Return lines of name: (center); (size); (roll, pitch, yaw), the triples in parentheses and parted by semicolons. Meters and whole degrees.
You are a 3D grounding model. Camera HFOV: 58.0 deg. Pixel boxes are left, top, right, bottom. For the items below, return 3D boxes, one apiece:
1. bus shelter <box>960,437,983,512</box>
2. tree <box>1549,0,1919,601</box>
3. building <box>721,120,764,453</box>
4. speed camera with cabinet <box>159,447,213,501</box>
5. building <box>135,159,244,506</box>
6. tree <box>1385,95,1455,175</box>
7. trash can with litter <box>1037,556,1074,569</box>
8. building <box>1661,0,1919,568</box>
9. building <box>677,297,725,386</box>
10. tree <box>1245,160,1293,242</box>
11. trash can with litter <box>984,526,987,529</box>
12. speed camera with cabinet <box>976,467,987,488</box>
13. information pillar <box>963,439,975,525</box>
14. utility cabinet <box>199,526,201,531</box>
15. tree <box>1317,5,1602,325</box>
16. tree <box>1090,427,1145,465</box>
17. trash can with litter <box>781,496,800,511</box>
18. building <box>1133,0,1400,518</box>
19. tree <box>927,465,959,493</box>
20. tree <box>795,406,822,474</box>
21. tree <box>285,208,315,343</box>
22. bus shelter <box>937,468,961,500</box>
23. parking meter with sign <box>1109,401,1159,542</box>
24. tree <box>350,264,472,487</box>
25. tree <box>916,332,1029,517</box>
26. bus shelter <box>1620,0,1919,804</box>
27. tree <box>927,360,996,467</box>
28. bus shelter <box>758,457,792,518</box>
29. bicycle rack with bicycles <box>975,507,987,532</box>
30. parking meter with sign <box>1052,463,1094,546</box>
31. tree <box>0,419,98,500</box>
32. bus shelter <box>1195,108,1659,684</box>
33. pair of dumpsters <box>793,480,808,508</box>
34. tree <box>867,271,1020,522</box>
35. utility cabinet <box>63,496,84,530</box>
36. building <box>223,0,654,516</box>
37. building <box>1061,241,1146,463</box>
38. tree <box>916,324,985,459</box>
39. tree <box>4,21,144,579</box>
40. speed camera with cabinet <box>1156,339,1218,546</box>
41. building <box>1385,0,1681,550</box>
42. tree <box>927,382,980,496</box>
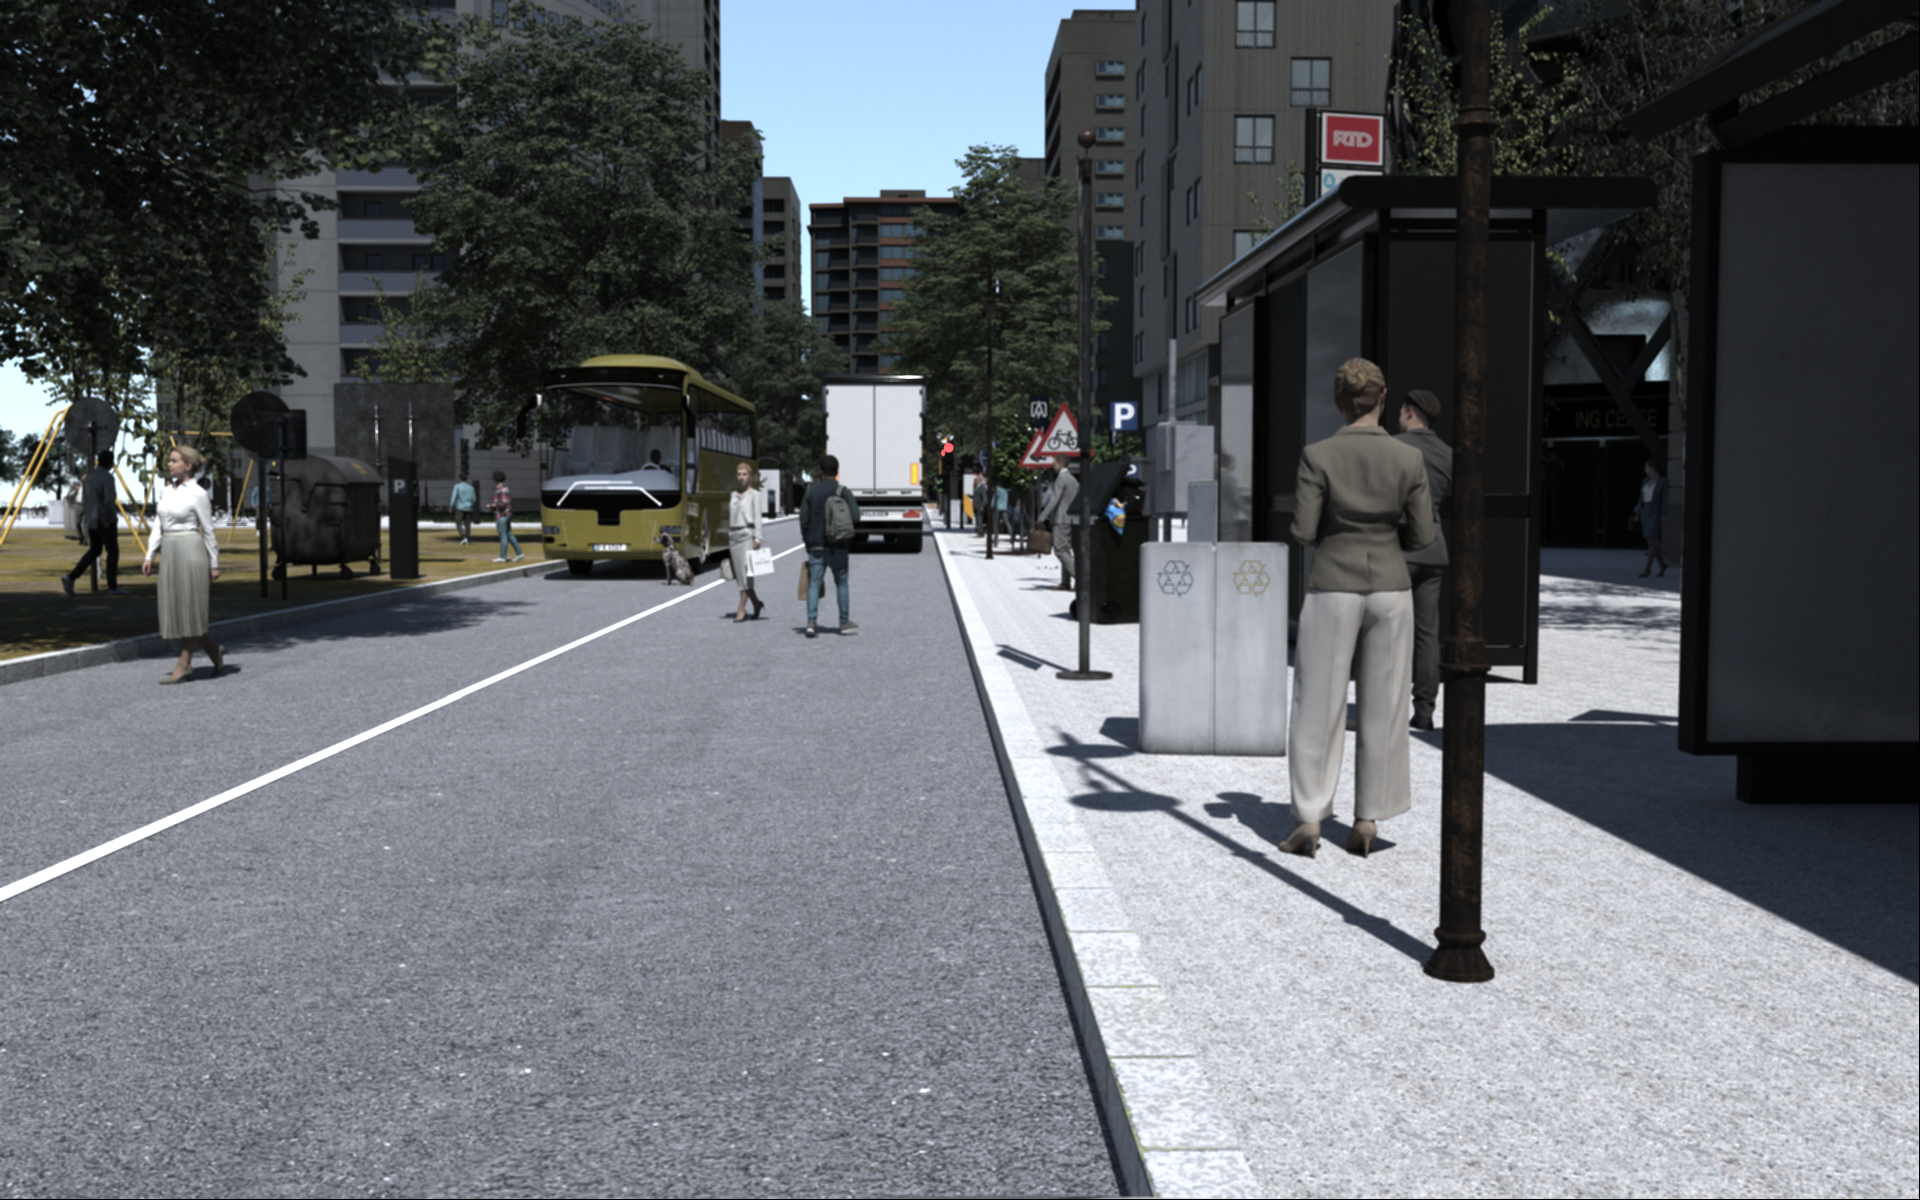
bus shelter: (1.155, -8.673, 119.432); (2.179, 5.291, 8.768); (0, 4, -1)
tree: (8.851, -4.281, 20.359); (4.360, 8.622, 3.978); (0, 3, 0)
building: (-30.818, -33.872, 203.920); (14.200, 45.320, 14.600); (0, 4, -1)
speed camera with cabinet: (-32.476, -4.791, 72.673); (2.038, 3.252, 0.660); (-2, 4, -26)
building: (-74.501, -30.747, 194.596); (23.993, 40.220, 32.217); (0, 4, -1)
tree: (9.379, -4.967, 31.565); (4.360, 8.622, 3.978); (0, 3, 0)
trash can with litter: (2.361, -1.105, 29.128); (1.678, 1.210, 2.233); (-1, 4, -17)
building: (18.389, -13.504, 18.051); (12.463, 27.353, 25.104); (0, 4, -1)
building: (-37.262, -19.318, 160.891); (27.650, 21.520, 28.899); (0, 4, -1)
tree: (7.857, -5.370, 38.160); (4.737, 8.622, 4.395); (0, 3, 0)
trash can with litter: (1.742, -3.246, 64.135); (2.233, 1.210, 1.678); (-1, 4, -14)
speed camera with cabinet: (2.000, -6.591, 102.104); (2.038, 3.252, 0.660); (-1, 4, -20)
information pillar: (0.356, -4.969, 72.590); (0.504, 3.616, 0.183); (-3, 4, -36)
utility cabinet: (-26.537, -3.015, 60.450); (0.306, 1.237, 1.020); (-1, 4, -18)
tree: (7.521, -4.613, 25.787); (4.737, 8.622, 4.395); (0, 3, 0)
tree: (7.142, -5.928, 80.642); (4.285, 4.588, 4.351); (0, 3, 0)
trash can with litter: (-13.794, -8.298, 146.726); (2.233, 1.210, 1.678); (0, 4, -3)
building: (24.190, -30.953, 95.325); (27.495, 52.752, 28.713); (0, 4, -1)
tree: (-1.634, -11.262, 167.844); (4.285, 4.588, 4.351); (0, 3, 0)
tree: (-13.265, -14.597, 173.073); (7.601, 10.594, 8.767); (0, 4, 1)
tree: (-15.538, -5.192, 35.246); (4.737, 8.622, 4.395); (0, 3, 0)
bus shelter: (-0.668, -8.268, 129.102); (2.014, 3.302, 5.546); (0, 4, -1)
parking meter with sign: (3.414, -2.272, 33.416); (0.543, 3.016, 1.738); (1, 4, 22)
tree: (-17.904, -6.477, 56.253); (4.737, 8.622, 4.395); (0, 3, 0)
tree: (0.486, -9.768, 94.114); (8.767, 10.594, 7.601); (-1, 4, -22)
bus shelter: (3.851, -0.655, 4.629); (2.014, 3.302, 5.546); (0, 4, -1)
tree: (-0.910, -15.112, 157.457); (12.009, 13.543, 11.850); (0, 3, 0)
bus shelter: (-10.629, -6.315, 97.181); (2.014, 3.302, 5.546); (0, 4, -1)
bicycle rack with bicycles: (1.609, -2.814, 59.397); (2.852, 0.926, 2.925); (0, 4, 4)
parking meter with sign: (2.917, -2.821, 42.382); (1.738, 3.016, 0.543); (1, 4, 16)
tree: (-66.294, -9.269, 114.453); (11.467, 7.101, 20.602); (0, 4, 1)
bus shelter: (3.464, -2.332, 15.762); (2.179, 5.291, 8.768); (0, 4, -1)
pair of dumpsters: (-11.389, -7.260, 121.191); (1.574, 2.255, 4.437); (0, 4, -1)
tree: (-0.444, -9.458, 80.394); (9.928, 11.665, 9.643); (0, 3, 0)
utility cabinet: (-31.766, -3.140, 62.507); (1.020, 1.237, 0.306); (-1, 4, -21)
building: (-32.711, -34.933, 113.161); (21.231, 58.520, 28.212); (0, 4, -1)
building: (22.768, -17.636, 133.389); (27.650, 21.520, 28.899); (0, 4, -1)
tree: (-0.646, -20.115, 184.768); (12.611, 20.169, 13.585); (0, 3, 0)
tree: (-12.986, -4.609, 25.713); (4.737, 8.622, 4.395); (0, 3, 0)
speed camera with cabinet: (3.078, -1.668, 21.613); (0.660, 3.252, 2.038); (-1, 4, -15)
building: (19.649, -10.852, 44.889); (16.820, 18.784, 16.811); (0, 4, -1)
tree: (-0.379, -9.796, 110.523); (4.737, 8.622, 4.395); (0, 3, 0)
